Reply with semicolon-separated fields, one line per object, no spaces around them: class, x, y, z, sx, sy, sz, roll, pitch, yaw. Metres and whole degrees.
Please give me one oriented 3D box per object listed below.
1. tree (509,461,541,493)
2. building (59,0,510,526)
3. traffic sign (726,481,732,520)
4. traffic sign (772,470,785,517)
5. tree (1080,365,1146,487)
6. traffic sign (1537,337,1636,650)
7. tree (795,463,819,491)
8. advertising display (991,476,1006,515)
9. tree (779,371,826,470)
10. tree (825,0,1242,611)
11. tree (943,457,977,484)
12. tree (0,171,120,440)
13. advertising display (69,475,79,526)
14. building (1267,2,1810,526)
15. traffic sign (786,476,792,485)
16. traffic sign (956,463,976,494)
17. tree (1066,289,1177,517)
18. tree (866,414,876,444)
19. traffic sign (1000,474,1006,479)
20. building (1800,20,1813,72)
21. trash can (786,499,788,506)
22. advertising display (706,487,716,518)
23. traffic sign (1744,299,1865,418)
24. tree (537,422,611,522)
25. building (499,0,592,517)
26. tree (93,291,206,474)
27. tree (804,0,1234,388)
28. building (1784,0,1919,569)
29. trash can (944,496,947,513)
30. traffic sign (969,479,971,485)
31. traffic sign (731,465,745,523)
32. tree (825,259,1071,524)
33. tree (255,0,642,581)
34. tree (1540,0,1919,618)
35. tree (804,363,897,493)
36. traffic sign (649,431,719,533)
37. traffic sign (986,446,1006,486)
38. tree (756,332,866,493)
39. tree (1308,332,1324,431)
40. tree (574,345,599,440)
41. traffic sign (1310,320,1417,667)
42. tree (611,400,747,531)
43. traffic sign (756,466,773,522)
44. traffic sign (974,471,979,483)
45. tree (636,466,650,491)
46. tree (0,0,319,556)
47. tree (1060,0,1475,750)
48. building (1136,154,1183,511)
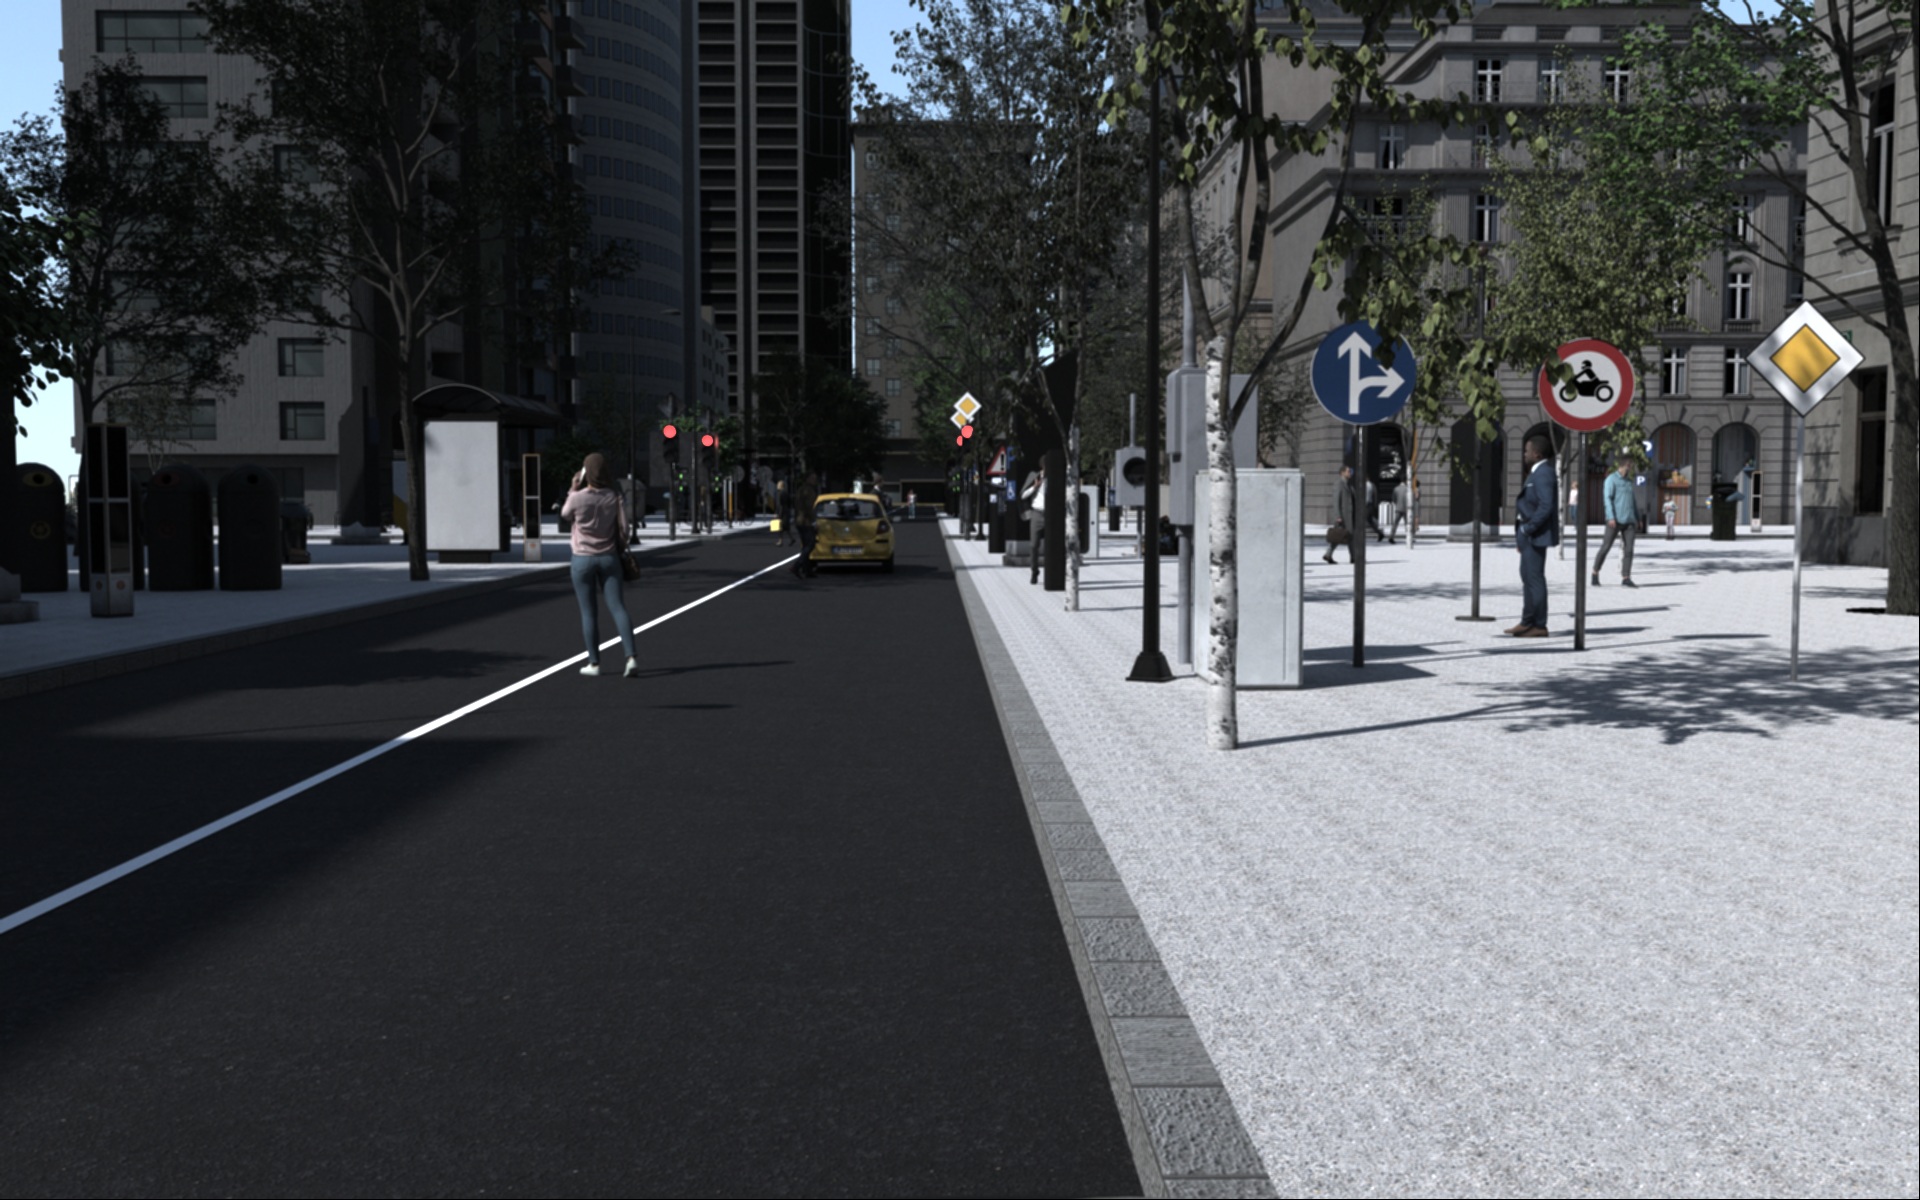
tree;-22.109;-5.721;88.136;1.663;3.219;1.824;0;3;0
building;-28.428;-18.547;74.950;14.160;30.474;14.107;0;4;-1
traffic sign;-11.582;-5.281;86.445;0.768;2.556;0.104;0;4;5
traffic sign;-9.735;-5.669;92.790;0.768;2.556;0.104;0;4;4
tree;9.254;-10.949;113.432;7.601;10.594;8.767;0;4;-4
traffic sign;5.103;-0.862;14.193;0.768;2.556;0.104;0;4;7
tree;-9.497;-6.899;107.398;1.663;3.219;1.824;0;3;0
advertising display;1.537;-3.530;62.936;0.974;1.923;0.123;3;4;39
tree;-10.708;-13.090;139.781;9.928;11.665;9.643;0;3;0
tree;1.011;-4.188;18.844;4.360;8.622;3.978;0;3;0
tree;0.211;-9.399;137.381;4.285;4.588;4.351;0;3;0
tree;-7.898;-1.737;12.113;4.285;4.588;4.351;0;3;0
advertising display;-30.063;-3.297;59.123;0.974;1.923;0.123;2;4;33
building;26.338;-14.310;75.765;24.055;21.916;13.314;0;4;-1
traffic sign;-11.655;-7.337;120.062;0.768;2.556;0.104;0;4;2
traffic sign;0.224;-3.941;64.548;0.768;2.556;0.104;1;4;8
tree;8.498;-10.870;95.850;7.486;12.596;7.792;0;3;0
tree;-9.480;-10.922;112.995;8.767;10.594;7.601;0;4;6
traffic sign;1.703;-3.677;60.217;0.768;2.556;0.104;0;4;3
building;50.945;-16.978;74.847;25.104;27.353;12.463;0;4;-1
trash can;-11.933;-6.696;121.132;0.748;1.137;0.748;0;3;0
advertising display;-12.854;-5.121;88.944;0.123;1.923;0.974;3;4;36
traffic sign;5.730;-0.736;11.762;0.795;2.593;0.064;0;4;4
tree;-17.688;-5.858;79.488;4.285;4.588;4.351;0;3;0
building;-34.811;-27.475;103.840;22.147;44.769;28.867;0;4;-1
tree;-28.964;-6.838;62.156;4.360;8.622;3.978;0;3;0
tree;1.359;-7.949;40.342;12.009;13.543;11.850;0;3;0
building;24.119;-14.330;10.717;17.030;29.872;44.131;0;4;-1
trash can;-0.790;-6.624;119.952;0.748;1.137;0.748;0;3;0
traffic sign;0.429;-6.199;101.460;0.768;2.556;0.104;0;4;4
traffic sign;-9.784;-4.616;75.585;0.768;2.556;0.104;0;4;6
tree;0.934;-9.150;75.358;9.928;11.665;9.643;0;3;0
tree;-8.338;-5.557;25.274;7.601;10.594;8.767;-2;4;-31
tree;10.142;-5.659;18.281;9.928;11.665;9.643;0;3;0
tree;-10.899;-15.978;167.893;9.857;13.997;8.962;0;3;0
traffic sign;-8.960;-3.814;56.234;2.265;3.308;0.079;0;4;3
traffic sign;1.145;-2.857;46.713;0.884;2.594;0.081;0;3;0
tree;-9.900;-10.171;100.713;7.601;10.594;8.767;-1;4;-10
tree;11.079;-6.903;63.218;4.360;8.622;3.978;0;3;0
tree;-17.112;-8.290;85.898;4.737;8.622;4.395;0;3;0
traffic sign;2.956;-0.775;12.770;0.768;2.556;0.104;0;4;7
tree;-9.011;-4.697;60.508;4.285;4.588;4.351;0;3;0
traffic sign;-8.825;-4.771;78.109;0.768;2.556;0.104;0;4;1
traffic sign;0.985;-6.104;99.540;0.795;2.593;0.064;0;4;6
tree;-22.008;-7.511;117.411;1.663;3.219;1.824;0;3;0
tree;-17.925;-6.196;35.720;7.601;10.594;8.767;-1;4;-13
tree;1.308;-3.540;8.246;4.737;8.622;4.395;0;3;0
building;19.494;-19.647;118.498;12.463;27.353;25.104;0;4;-1
